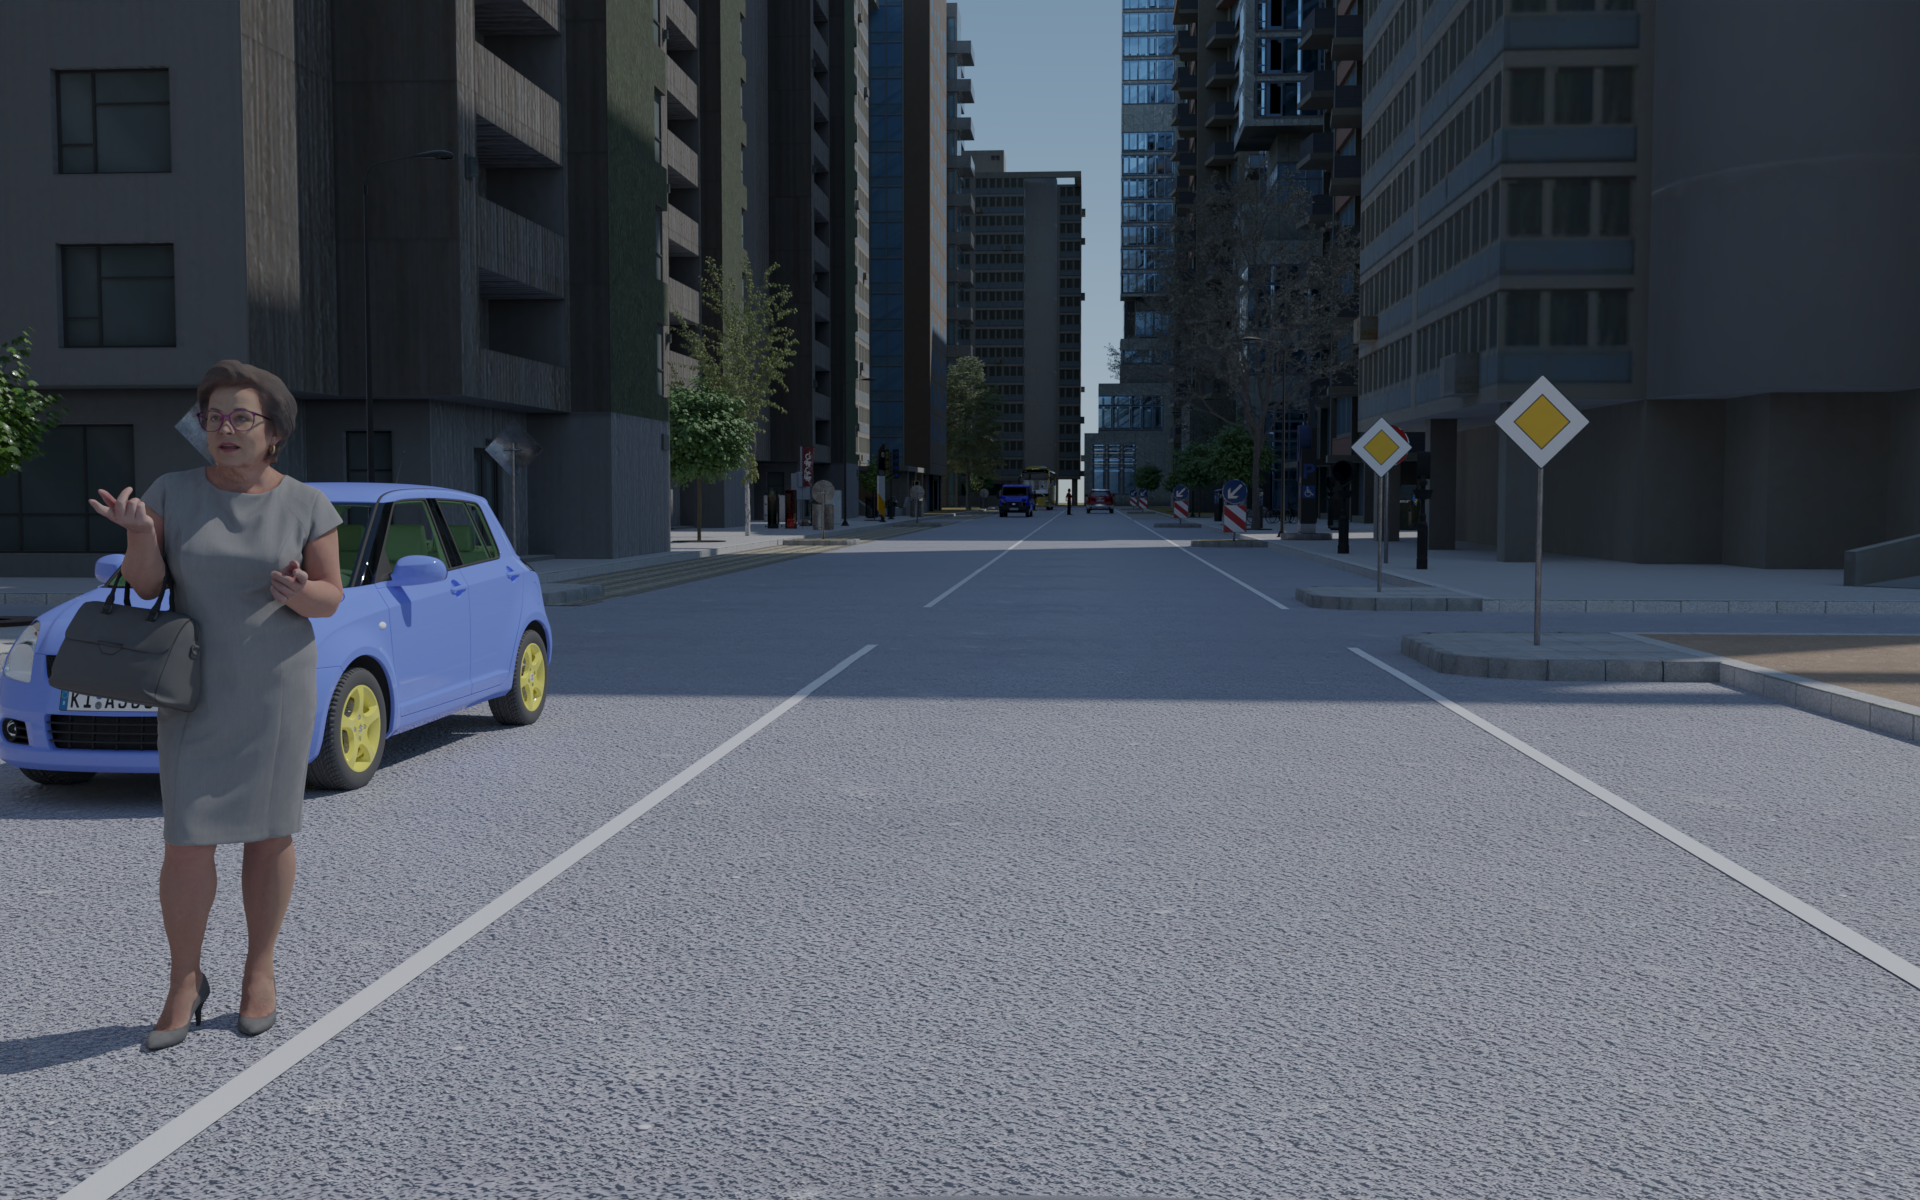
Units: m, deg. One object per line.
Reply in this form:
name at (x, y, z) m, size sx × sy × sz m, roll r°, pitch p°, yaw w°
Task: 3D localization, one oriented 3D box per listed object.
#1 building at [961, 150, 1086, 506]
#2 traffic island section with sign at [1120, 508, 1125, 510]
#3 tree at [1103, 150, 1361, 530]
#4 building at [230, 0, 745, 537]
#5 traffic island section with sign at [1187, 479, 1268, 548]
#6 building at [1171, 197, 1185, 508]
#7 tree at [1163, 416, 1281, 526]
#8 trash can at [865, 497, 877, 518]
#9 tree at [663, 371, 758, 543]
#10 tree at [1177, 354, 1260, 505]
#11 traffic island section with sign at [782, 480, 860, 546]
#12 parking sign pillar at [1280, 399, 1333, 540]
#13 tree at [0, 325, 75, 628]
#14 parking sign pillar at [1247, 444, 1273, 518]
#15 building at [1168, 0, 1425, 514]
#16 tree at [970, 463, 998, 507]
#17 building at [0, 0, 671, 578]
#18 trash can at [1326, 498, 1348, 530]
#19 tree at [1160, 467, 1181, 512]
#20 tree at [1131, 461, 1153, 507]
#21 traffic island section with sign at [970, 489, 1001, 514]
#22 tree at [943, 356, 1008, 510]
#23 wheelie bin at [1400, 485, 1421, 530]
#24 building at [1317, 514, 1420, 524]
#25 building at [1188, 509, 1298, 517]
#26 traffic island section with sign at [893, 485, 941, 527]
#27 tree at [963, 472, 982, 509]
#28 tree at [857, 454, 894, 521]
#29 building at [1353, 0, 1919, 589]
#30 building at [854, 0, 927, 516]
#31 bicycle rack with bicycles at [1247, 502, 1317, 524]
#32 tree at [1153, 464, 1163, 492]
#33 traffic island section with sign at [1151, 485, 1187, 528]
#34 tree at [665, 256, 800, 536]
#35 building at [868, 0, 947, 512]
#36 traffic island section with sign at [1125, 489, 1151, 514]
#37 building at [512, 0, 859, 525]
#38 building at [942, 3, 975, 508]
building at (2.296, -30.979, 198.385) m, size 23.993 × 40.220 × 32.217 m, roll 0°, pitch 4°, yaw 4°
traffic island section with sign at (15.138, -8.798, 152.467) m, size 1.989 × 1.847 × 2.006 m, roll 0°, pitch 4°, yaw 4°
tree at (10.584, -9.247, 61.557) m, size 12.009 × 13.543 × 11.850 m, roll 0°, pitch 3°, yaw 0°
building at (-16.033, -17.805, 62.812) m, size 14.160 × 30.474 × 14.107 m, roll 0°, pitch 4°, yaw 4°
traffic island section with sign at (7.344, -2.371, 47.390) m, size 1.989 × 1.847 × 2.006 m, roll 0°, pitch 4°, yaw 4°
building at (27.091, -24.024, 164.497) m, size 14.160 × 30.474 × 14.107 m, roll 0°, pitch 4°, yaw 4°
tree at (11.505, -5.343, 71.078) m, size 4.285 × 4.588 × 4.351 m, roll 0°, pitch 3°, yaw 0°
trash can at (-4.687, -4.873, 91.326) m, size 0.748 × 1.137 × 0.748 m, roll 0°, pitch 3°, yaw 0°
tree at (-7.074, -3.828, 46.300) m, size 4.285 × 4.588 × 4.351 m, roll 0°, pitch 3°, yaw 0°
tree at (13.093, -8.315, 86.316) m, size 4.360 × 8.622 × 3.978 m, roll 0°, pitch 3°, yaw 0°
traffic island section with sign at (-3.854, -2.452, 48.717) m, size 1.989 × 1.847 × 2.006 m, roll 0°, pitch 4°, yaw 4°
parking sign pillar at (9.719, -3.670, 48.470) m, size 1.447 × 3.967 × 1.447 m, roll 0°, pitch 4°, yaw 7°
tree at (-9.698, -1.362, 16.872) m, size 1.663 × 3.219 × 1.824 m, roll 0°, pitch 3°, yaw 0°
parking sign pillar at (16.305, -6.466, 94.193) m, size 1.447 × 3.967 × 1.447 m, roll 2°, pitch 4°, yaw 24°
building at (28.639, -29.836, 142.440) m, size 22.147 × 44.769 × 28.867 m, roll 0°, pitch 4°, yaw 4°
tree at (2.281, -11.763, 176.042) m, size 4.285 × 4.588 × 4.351 m, roll 0°, pitch 3°, yaw 0°
building at (-14.002, -15.899, 31.654) m, size 14.160 × 30.474 × 14.107 m, roll 0°, pitch 4°, yaw 4°
trash can at (13.350, -3.040, 61.365) m, size 0.748 × 1.137 × 0.748 m, roll 0°, pitch 3°, yaw 0°
tree at (15.050, -7.850, 122.949) m, size 1.663 × 3.219 × 1.824 m, roll 0°, pitch 3°, yaw 0°
tree at (18.588, -11.455, 171.006) m, size 4.285 × 4.588 × 4.351 m, roll 0°, pitch 3°, yaw 0°
traffic island section with sign at (1.798, -7.116, 124.969) m, size 1.989 × 1.847 × 2.006 m, roll 0°, pitch 4°, yaw 4°
tree at (0.289, -13.736, 142.711) m, size 7.486 × 12.596 × 7.792 m, roll 0°, pitch 3°, yaw 0°
wheelie bin at (15.855, -3.265, 61.291) m, size 0.693 × 1.594 × 0.980 m, roll -3°, pitch 5°, yaw -39°
building at (27.717, -26.094, 81.263) m, size 22.147 × 44.769 × 28.867 m, roll 0°, pitch 4°, yaw 4°
building at (26.497, -48.800, 110.549) m, size 22.319 × 86.520 × 31.000 m, roll 0°, pitch 4°, yaw 4°
traffic island section with sign at (-1.848, -4.110, 75.821) m, size 1.989 × 1.847 × 2.006 m, roll 0°, pitch 4°, yaw 4°
tree at (0.931, -9.435, 148.860) m, size 1.663 × 3.219 × 1.824 m, roll 0°, pitch 3°, yaw 0°
tree at (-4.227, -5.419, 83.199) m, size 1.663 × 3.219 × 1.824 m, roll 0°, pitch 3°, yaw 0°
building at (21.814, -21.060, 36.211) m, size 23.993 × 40.220 × 32.217 m, roll 0°, pitch 4°, yaw 4°
building at (-18.815, -25.652, 111.293) m, size 32.217 × 40.220 × 23.993 m, roll 0°, pitch 4°, yaw 4°
bicycle rack with bicycles at (14.345, -3.806, 75.611) m, size 2.852 × 0.926 × 2.925 m, roll -3°, pitch 4°, yaw -38°
tree at (12.955, -6.759, 94.230) m, size 4.285 × 4.588 × 4.351 m, roll 0°, pitch 3°, yaw 0°
traffic island section with sign at (9.365, -4.037, 74.637) m, size 1.989 × 1.847 × 2.006 m, roll 0°, pitch 4°, yaw 4°
tree at (-6.704, -6.259, 52.704) m, size 4.737 × 8.622 × 4.395 m, roll 0°, pitch 3°, yaw 0°
building at (-8.468, -29.320, 129.485) m, size 14.600 × 45.320 × 14.200 m, roll 0°, pitch 4°, yaw 4°
traffic island section with sign at (13.099, -7.127, 125.154) m, size 1.989 × 1.847 × 2.006 m, roll 0°, pitch 4°, yaw 4°
building at (-13.028, -19.291, 87.116) m, size 14.160 × 30.474 × 14.107 m, roll 0°, pitch 4°, yaw 4°
building at (-14.146, -33.165, 161.849) m, size 30.456 × 49.044 × 23.786 m, roll 0°, pitch 4°, yaw 4°
